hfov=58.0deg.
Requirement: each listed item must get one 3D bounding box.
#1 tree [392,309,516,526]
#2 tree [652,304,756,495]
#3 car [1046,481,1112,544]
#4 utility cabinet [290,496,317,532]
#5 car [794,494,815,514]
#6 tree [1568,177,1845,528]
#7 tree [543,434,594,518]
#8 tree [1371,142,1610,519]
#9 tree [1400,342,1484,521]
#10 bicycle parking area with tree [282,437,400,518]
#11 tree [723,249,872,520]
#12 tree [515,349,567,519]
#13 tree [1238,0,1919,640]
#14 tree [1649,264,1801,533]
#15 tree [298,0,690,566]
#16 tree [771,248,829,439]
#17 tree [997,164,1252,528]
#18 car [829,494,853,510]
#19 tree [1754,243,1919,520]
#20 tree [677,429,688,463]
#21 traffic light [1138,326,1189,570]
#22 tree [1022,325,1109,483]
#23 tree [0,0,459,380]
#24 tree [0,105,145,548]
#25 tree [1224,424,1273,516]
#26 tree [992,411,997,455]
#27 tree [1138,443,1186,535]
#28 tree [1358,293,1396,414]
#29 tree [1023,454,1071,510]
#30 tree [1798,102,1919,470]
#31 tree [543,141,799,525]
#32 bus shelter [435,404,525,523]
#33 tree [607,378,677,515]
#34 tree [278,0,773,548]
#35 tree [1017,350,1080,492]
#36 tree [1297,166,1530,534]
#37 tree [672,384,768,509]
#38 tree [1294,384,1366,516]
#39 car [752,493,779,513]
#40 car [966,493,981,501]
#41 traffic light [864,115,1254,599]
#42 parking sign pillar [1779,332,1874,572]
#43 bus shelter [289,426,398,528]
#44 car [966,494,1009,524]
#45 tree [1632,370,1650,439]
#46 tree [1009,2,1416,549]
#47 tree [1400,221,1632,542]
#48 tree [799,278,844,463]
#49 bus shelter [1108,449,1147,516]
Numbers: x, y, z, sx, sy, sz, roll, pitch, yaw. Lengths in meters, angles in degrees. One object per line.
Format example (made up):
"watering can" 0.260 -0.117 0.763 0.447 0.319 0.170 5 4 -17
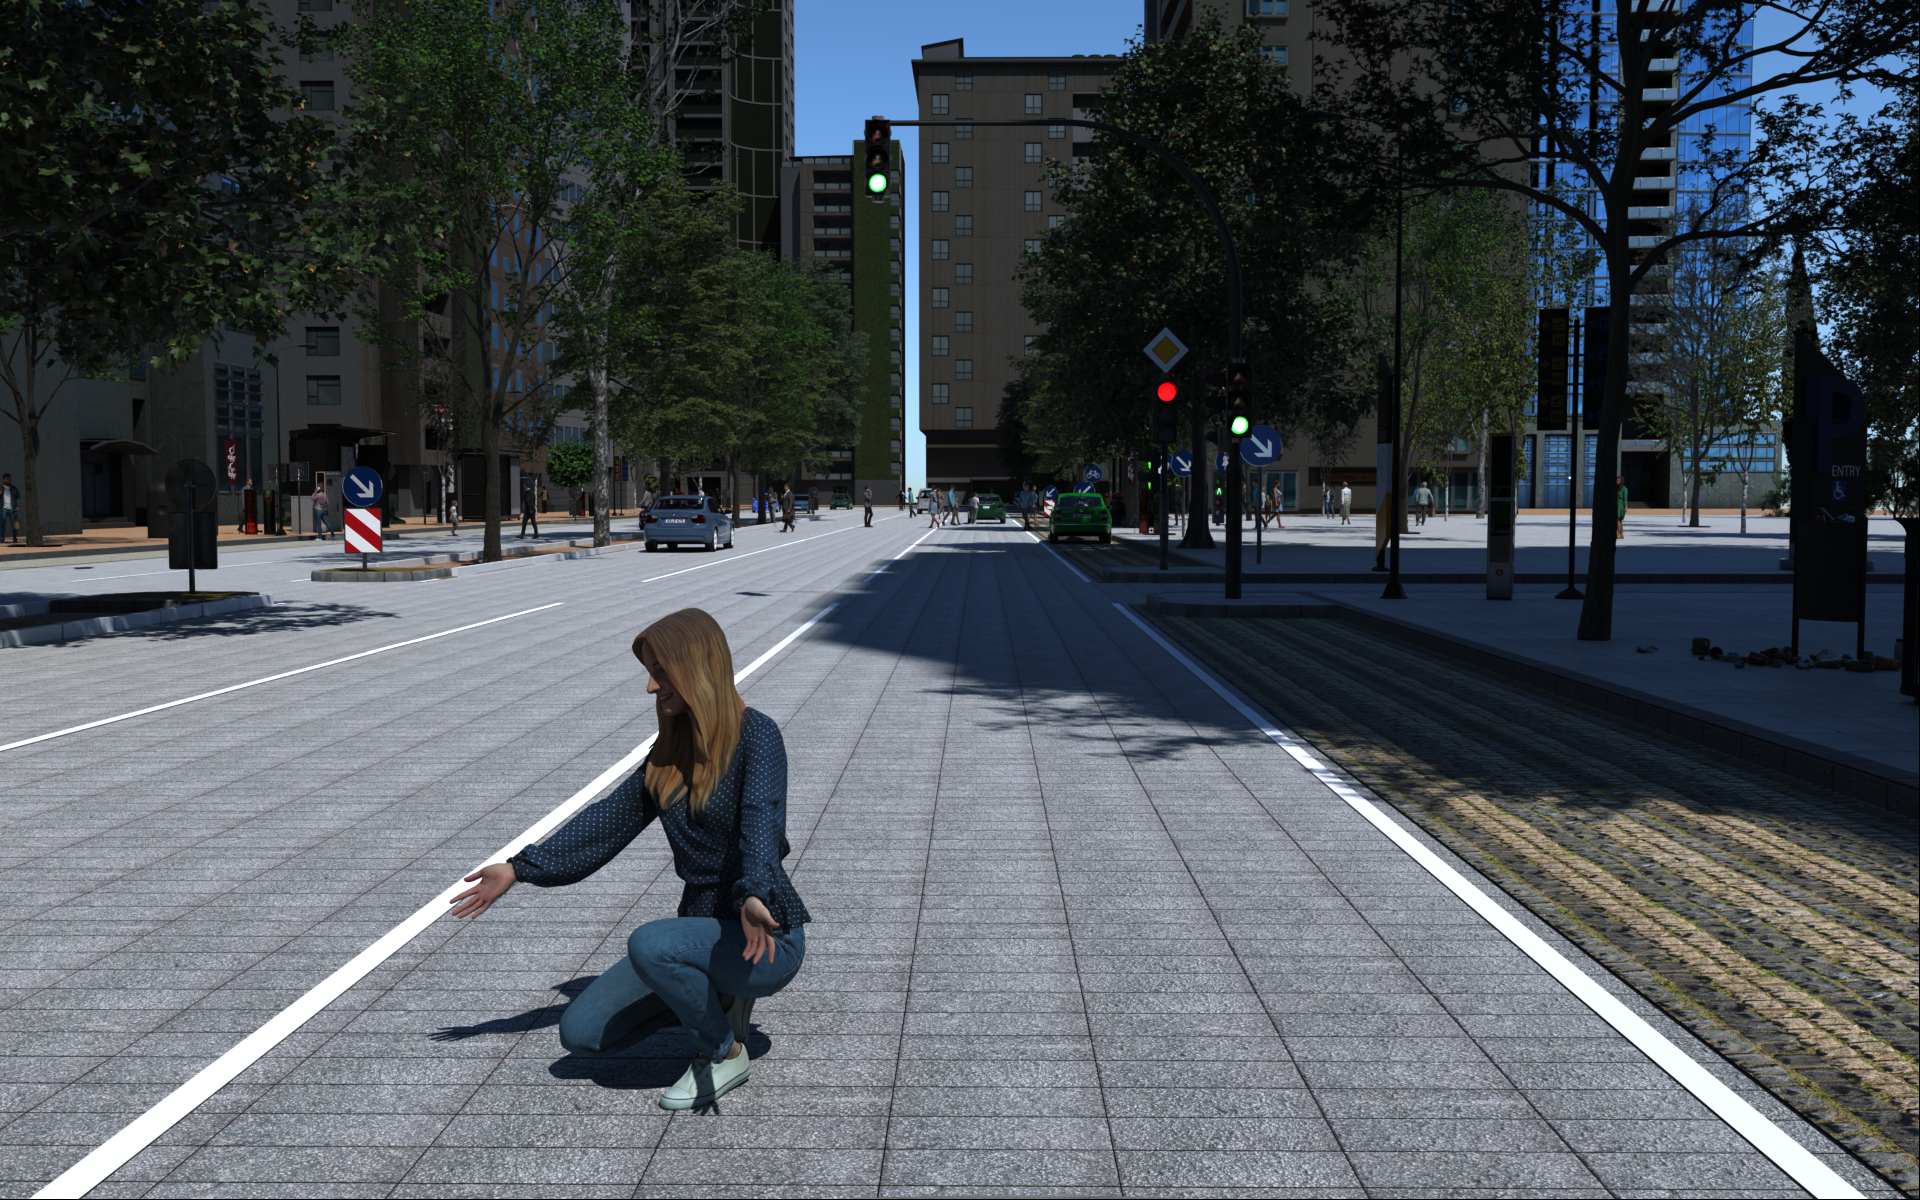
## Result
"tree" -20.657 -7.311 69.896 4.360 8.622 3.978 0 3 0
"tree" -9.648 -6.808 64.133 4.360 8.622 3.978 0 3 0
"car" 3.525 -2.592 51.178 1.959 1.807 4.718 0 4 3
"utility cabinet" -21.890 -2.867 58.036 1.020 1.237 0.306 1 4 15
"car" -11.649 -7.035 127.018 2.014 1.417 4.499 0 4 2
"tree" 28.522 -9.549 66.502 12.009 13.543 11.850 0 3 0
"tree" -21.043 -6.742 93.942 4.285 4.588 4.351 0 3 0
"tree" 28.135 -14.392 91.196 12.611 20.169 13.585 0 3 0
"tree" 22.696 -8.018 81.453 4.360 8.622 3.978 0 3 0
"bicycle parking area with tree" -31.230 -5.886 83.237 8.231 4.147 9.016 0 4 0
"tree" -8.988 -11.100 90.594 9.857 13.997 8.962 0 3 0
"tree" -21.717 -8.411 87.889 4.360 8.622 3.978 0 3 0
"tree" 5.925 -4.921 14.865 7.601 10.594 8.767 1 4 12
"tree" 25.710 -6.493 56.517 4.737 8.622 4.395 0 3 0
"tree" -9.211 -6.472 34.024 9.928 11.665 9.643 0 3 0
"tree" -9.245 -8.777 71.714 9.928 11.665 9.643 0 3 0
"tree" 6.626 -9.692 65.113 9.857 13.997 8.962 0 3 0
"car" -11.042 -9.140 161.244 2.131 1.459 4.920 0 4 2
"tree" 48.577 -11.432 88.735 13.155 14.587 18.604 -3 4 -38
"tree" -21.253 -10.761 126.312 4.737 8.622 4.395 0 3 0
"traffic light" 3.430 -2.462 29.178 0.839 4.253 0.868 0 4 1
"tree" 7.416 -11.144 100.328 7.486 12.596 7.792 0 3 0
"tree" -9.810 -5.847 15.058 9.611 12.733 9.660 0 3 0
"tree" -22.549 -7.091 41.697 9.928 11.665 9.643 0 3 0
"tree" 16.509 -9.143 99.852 4.737 8.622 4.395 0 3 0
"tree" 7.782 -16.542 177.108 9.857 13.997 8.962 0 3 0
"tree" 6.400 -3.649 54.270 1.663 3.219 1.824 0 3 0
"tree" 16.404 -6.900 63.175 4.737 8.622 4.395 0 3 0
"tree" 8.321 -10.378 153.388 4.285 4.588 4.351 0 3 0
"tree" 28.104 -7.972 47.358 9.611 12.733 9.660 0 3 0
"tree" -9.620 -8.282 55.988 7.486 12.596 7.792 0 3 0
"bus shelter" -22.347 -6.275 80.220 2.179 5.291 8.768 0 4 1
"tree" -20.337 -9.657 108.253 4.737 8.622 4.395 0 3 0
"tree" -10.485 -11.424 45.128 12.611 20.169 13.585 0 3 0
"tree" 7.619 -11.526 114.200 9.928 11.665 9.643 0 3 0
"tree" 14.128 -7.925 55.334 9.928 11.665 9.643 0 3 0
"tree" -20.300 -14.766 151.794 12.009 13.543 11.850 0 3 0
"tree" 21.505 -9.221 101.130 4.360 8.622 3.978 0 3 0
"car" -15.027 -7.596 133.784 1.945 1.707 3.694 0 4 2
"car" 1.606 -8.671 150.816 2.155 1.783 4.494 0 4 1
"traffic light" 1.239 -2.839 21.077 4.771 5.953 1.251 0 4 1
"parking sign pillar" 14.624 -2.487 29.129 1.447 3.967 1.447 -2 4 -24
"bus shelter" -22.178 -4.359 62.552 1.731 3.624 6.357 0 4 1
"car" 1.324 -4.463 84.764 2.131 1.459 4.920 0 4 2
"tree" 32.320 -7.769 77.380 4.737 8.622 4.395 0 3 0
"tree" 5.702 -7.579 40.917 9.611 12.733 9.660 0 3 0
"tree" 14.567 -5.853 46.053 4.737 8.622 4.395 0 3 0
"tree" -9.303 -9.779 80.477 7.486 12.596 7.792 0 3 0
"bus shelter" 7.827 -6.226 79.425 2.179 5.291 8.768 0 4 1
